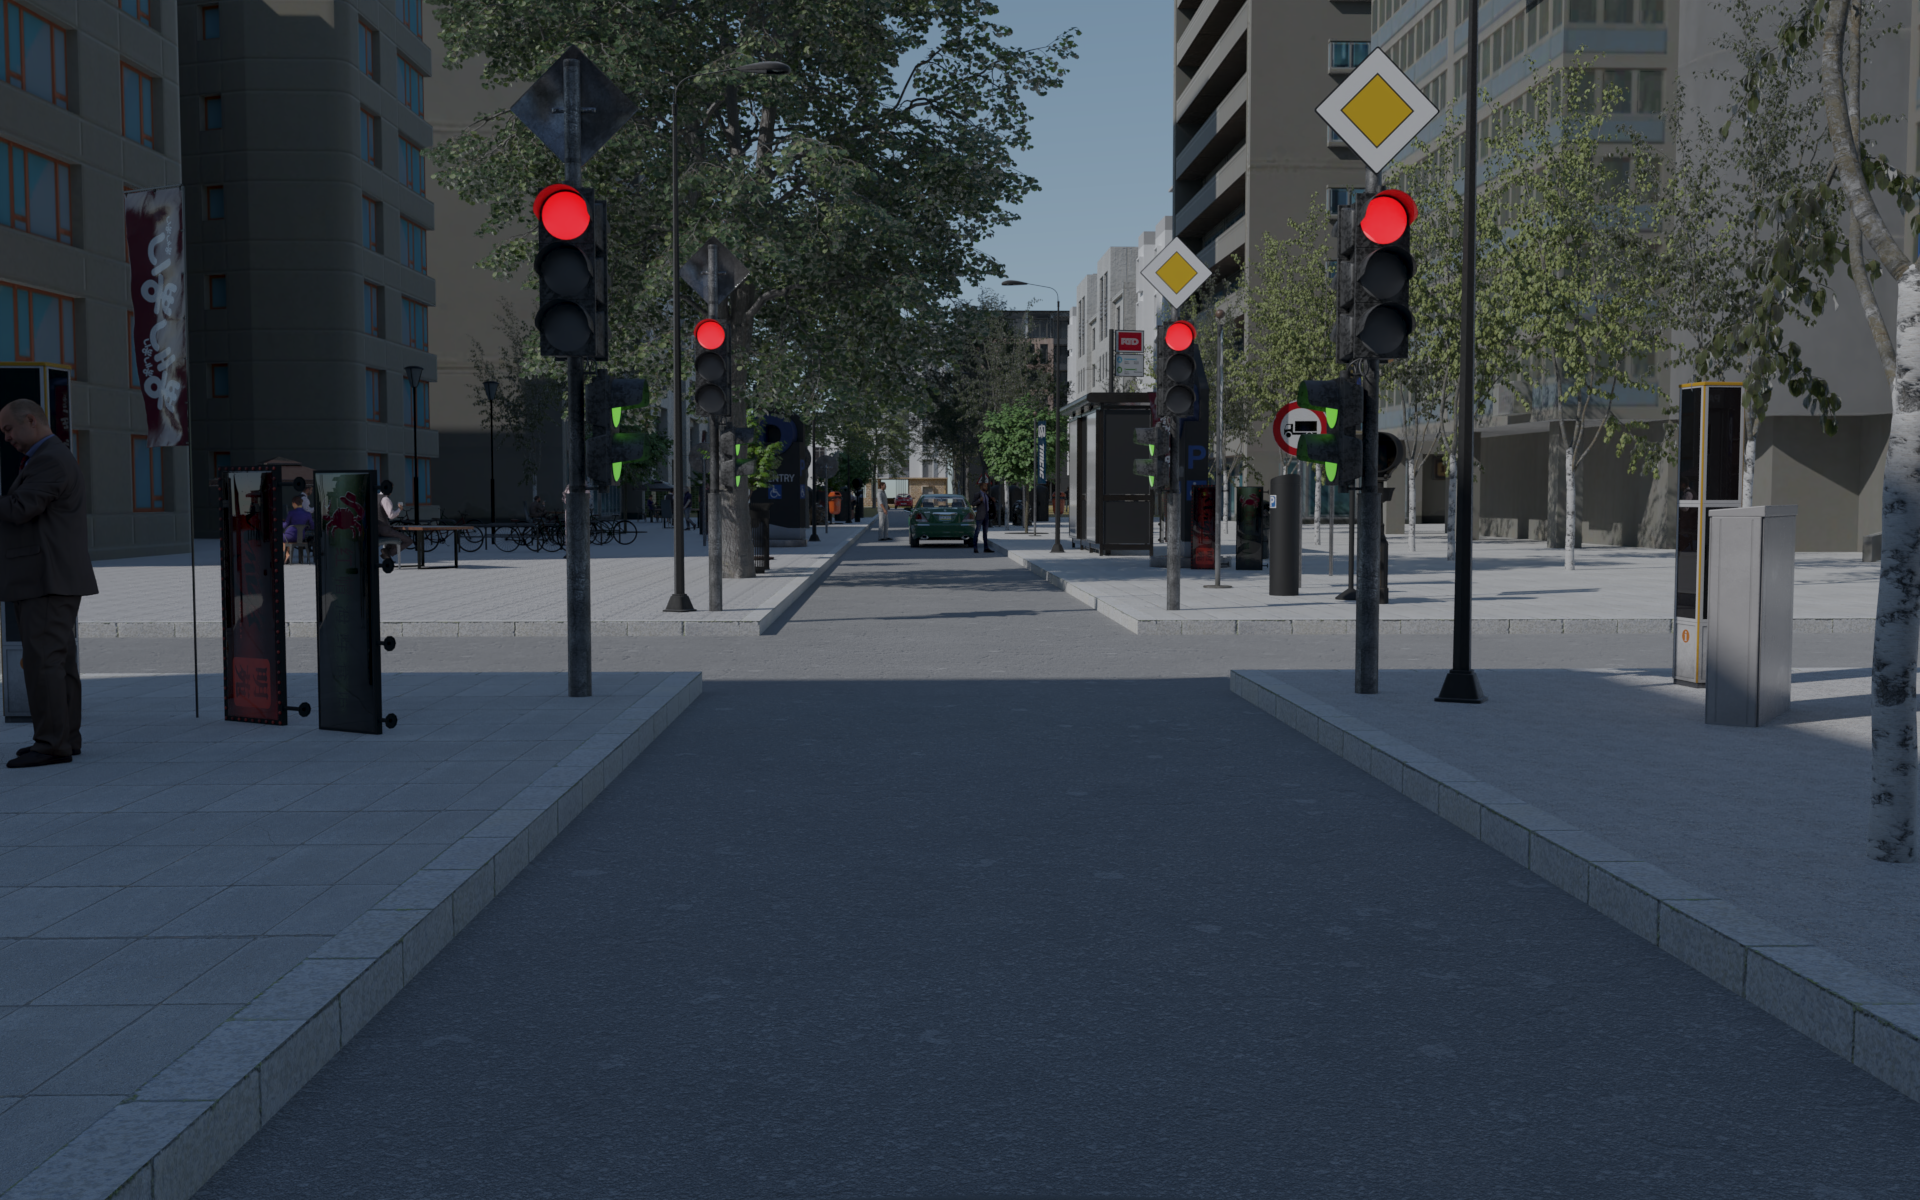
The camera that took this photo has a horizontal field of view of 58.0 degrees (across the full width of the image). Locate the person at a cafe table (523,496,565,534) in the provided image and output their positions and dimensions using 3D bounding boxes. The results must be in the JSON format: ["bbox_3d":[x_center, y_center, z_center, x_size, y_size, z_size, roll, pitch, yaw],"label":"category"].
[{"bbox_3d":[-12.760,-2.651,54.206,1.726,1.238,1.698,-2,4,-25],"label":"person at a cafe table"}]

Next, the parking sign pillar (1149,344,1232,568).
[{"bbox_3d":[4.068,-2.570,30.484,1.447,3.967,1.447,0,4,-1],"label":"parking sign pillar"}]

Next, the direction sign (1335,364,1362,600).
[{"bbox_3d":[4.754,-1.771,20.960,0.379,3.537,0.876,1,4,23],"label":"direction sign"}]

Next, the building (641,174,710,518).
[{"bbox_3d":[-25.753,-14.875,109.671,16.747,18.905,31.486,0,4,-2],"label":"building"}]

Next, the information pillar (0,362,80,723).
[{"bbox_3d":[-5.218,-0.324,9.792,0.304,2.012,0.304,0,4,-2],"label":"information pillar"}]

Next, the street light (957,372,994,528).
[{"bbox_3d":[0.579,-5.717,66.015,1.470,5.913,1.316,0,4,-2],"label":"street light"}]

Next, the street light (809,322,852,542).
[{"bbox_3d":[-3.406,-4.540,46.766,1.470,5.913,1.316,0,4,-2],"label":"street light"}]

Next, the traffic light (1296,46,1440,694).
[{"bbox_3d":[2.603,-1.354,11.059,0.839,4.253,0.868,0,4,-2],"label":"traffic light"}]

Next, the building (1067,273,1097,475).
[{"bbox_3d":[17.788,-18.230,154.475,16.016,20.091,11.380,0,4,-2],"label":"building"}]

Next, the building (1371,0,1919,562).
[{"bbox_3d":[25.055,-21.640,45.689,23.993,40.220,32.217,0,4,-2],"label":"building"}]

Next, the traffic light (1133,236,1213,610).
[{"bbox_3d":[2.340,-1.842,19.040,0.839,4.253,0.868,0,4,-2],"label":"traffic light"}]

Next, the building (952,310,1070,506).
[{"bbox_3d":[15.711,-21.987,203.465,32.646,21.610,27.936,0,4,-2],"label":"building"}]

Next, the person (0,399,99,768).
[{"bbox_3d":[-4.484,-0.097,8.322,0.565,1.739,0.600,2,4,34],"label":"person"}]

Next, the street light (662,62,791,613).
[{"bbox_3d":[-2.521,-2.827,18.755,1.470,5.913,1.316,0,4,-2],"label":"street light"}]

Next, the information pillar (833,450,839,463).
[{"bbox_3d":[-6.633,-6.184,92.457,0.183,3.616,0.504,3,5,40],"label":"information pillar"}]

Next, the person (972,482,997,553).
[{"bbox_3d":[0.593,-2.007,42.141,0.655,1.722,0.431,-3,5,-41],"label":"person"}]

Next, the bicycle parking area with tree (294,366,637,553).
[{"bbox_3d":[-11.915,-3.330,41.448,9.016,4.147,8.231,1,4,17],"label":"bicycle parking area with tree"}]

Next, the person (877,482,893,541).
[{"bbox_3d":[-2.303,-2.713,53.005,0.789,1.805,0.875,1,4,18],"label":"person"}]

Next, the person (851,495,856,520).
[{"bbox_3d":[-5.492,-4.730,86.568,0.628,1.438,0.799,0,4,0],"label":"person"}]

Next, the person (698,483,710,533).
[{"bbox_3d":[-7.790,-2.821,53.636,0.593,1.643,0.415,-1,4,-17],"label":"person"}]

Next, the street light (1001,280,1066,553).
[{"bbox_3d":[1.596,-3.989,37.756,1.470,5.913,1.316,0,4,-2],"label":"street light"}]

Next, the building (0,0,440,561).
[{"bbox_3d":[-30.766,-12.079,42.525,27.650,21.520,28.899,0,4,-2],"label":"building"}]

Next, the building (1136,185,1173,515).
[{"bbox_3d":[19.452,-15.524,110.240,16.016,20.091,11.380,0,4,-2],"label":"building"}]

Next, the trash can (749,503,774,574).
[{"bbox_3d":[-3.388,-1.002,28.036,0.748,1.137,0.748,0,3,0],"label":"trash can"}]

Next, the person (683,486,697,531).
[{"bbox_3d":[-9.513,-3.215,60.811,0.471,1.553,0.569,1,4,9],"label":"person"}]

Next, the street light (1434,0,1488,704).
[{"bbox_3d":[2.573,-2.326,10.568,1.470,5.913,1.316,0,4,-2],"label":"street light"}]

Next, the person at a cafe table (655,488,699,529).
[{"bbox_3d":[-10.583,-3.441,64.774,1.698,1.524,1.622,1,4,21],"label":"person at a cafe table"}]

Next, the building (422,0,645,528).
[{"bbox_3d":[-26.184,-27.606,75.056,21.300,48.544,21.600,0,4,-2],"label":"building"}]

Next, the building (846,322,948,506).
[{"bbox_3d":[-7.240,-20.800,196.491,11.380,20.091,16.016,0,4,-2],"label":"building"}]

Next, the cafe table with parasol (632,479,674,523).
[{"bbox_3d":[-13.711,-4.495,78.355,2.610,1.966,2.610,-2,4,-35],"label":"cafe table with parasol"}]

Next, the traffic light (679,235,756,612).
[{"bbox_3d":[-2.658,-1.831,18.860,0.839,4.253,0.868,0,4,-2],"label":"traffic light"}]

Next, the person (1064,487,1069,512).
[{"bbox_3d":[7.670,-7.128,122.601,1.348,1.822,0.705,0,4,-3],"label":"person"}]

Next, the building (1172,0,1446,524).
[{"bbox_3d":[22.440,-28.079,82.787,21.300,48.544,21.600,0,4,-2],"label":"building"}]

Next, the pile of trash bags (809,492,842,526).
[{"bbox_3d":[-6.129,-3.738,70.866,1.912,1.369,3.447,3,5,40],"label":"pile of trash bags"}]

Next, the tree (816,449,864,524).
[{"bbox_3d":[-5.393,-4.851,73.916,1.663,3.219,1.824,0,3,0],"label":"tree"}]

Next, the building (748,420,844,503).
[{"bbox_3d":[-26.851,-15.343,193.012,28.070,9.664,9.099,0,4,-2],"label":"building"}]

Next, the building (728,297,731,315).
[{"bbox_3d":[-24.712,-18.006,150.813,11.380,20.091,16.016,0,4,-2],"label":"building"}]

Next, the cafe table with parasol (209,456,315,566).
[{"bbox_3d":[-12.427,-1.638,31.648,2.610,1.966,2.610,1,4,15],"label":"cafe table with parasol"}]

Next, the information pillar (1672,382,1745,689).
[{"bbox_3d":[4.979,-0.430,11.521,0.304,2.012,0.304,-1,4,-8],"label":"information pillar"}]

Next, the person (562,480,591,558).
[{"bbox_3d":[-7.596,-1.694,34.411,0.551,1.740,0.621,-3,4,-36],"label":"person"}]

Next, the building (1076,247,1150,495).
[{"bbox_3d":[18.821,-16.281,132.659,16.747,18.905,31.486,0,4,-2],"label":"building"}]

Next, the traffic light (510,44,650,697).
[{"bbox_3d":[-2.395,-1.343,10.879,0.839,4.253,0.868,0,4,-2],"label":"traffic light"}]

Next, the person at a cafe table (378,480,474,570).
[{"bbox_3d":[-9.547,-1.299,29.755,1.698,1.524,1.622,3,5,40],"label":"person at a cafe table"}]

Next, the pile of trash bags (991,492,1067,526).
[{"bbox_3d":[2.644,-3.713,70.465,3.447,1.369,1.912,1,4,16],"label":"pile of trash bags"}]

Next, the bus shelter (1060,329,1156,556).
[{"bbox_3d":[3.522,-3.808,39.898,2.179,5.291,8.768,0,4,-2],"label":"bus shelter"}]

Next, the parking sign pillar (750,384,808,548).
[{"bbox_3d":[-4.445,-3.284,42.163,1.447,3.967,1.447,1,4,14],"label":"parking sign pillar"}]

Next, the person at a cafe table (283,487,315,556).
[{"bbox_3d":[-12.989,-1.642,35.357,1.622,1.524,1.698,-3,4,-39],"label":"person at a cafe table"}]
